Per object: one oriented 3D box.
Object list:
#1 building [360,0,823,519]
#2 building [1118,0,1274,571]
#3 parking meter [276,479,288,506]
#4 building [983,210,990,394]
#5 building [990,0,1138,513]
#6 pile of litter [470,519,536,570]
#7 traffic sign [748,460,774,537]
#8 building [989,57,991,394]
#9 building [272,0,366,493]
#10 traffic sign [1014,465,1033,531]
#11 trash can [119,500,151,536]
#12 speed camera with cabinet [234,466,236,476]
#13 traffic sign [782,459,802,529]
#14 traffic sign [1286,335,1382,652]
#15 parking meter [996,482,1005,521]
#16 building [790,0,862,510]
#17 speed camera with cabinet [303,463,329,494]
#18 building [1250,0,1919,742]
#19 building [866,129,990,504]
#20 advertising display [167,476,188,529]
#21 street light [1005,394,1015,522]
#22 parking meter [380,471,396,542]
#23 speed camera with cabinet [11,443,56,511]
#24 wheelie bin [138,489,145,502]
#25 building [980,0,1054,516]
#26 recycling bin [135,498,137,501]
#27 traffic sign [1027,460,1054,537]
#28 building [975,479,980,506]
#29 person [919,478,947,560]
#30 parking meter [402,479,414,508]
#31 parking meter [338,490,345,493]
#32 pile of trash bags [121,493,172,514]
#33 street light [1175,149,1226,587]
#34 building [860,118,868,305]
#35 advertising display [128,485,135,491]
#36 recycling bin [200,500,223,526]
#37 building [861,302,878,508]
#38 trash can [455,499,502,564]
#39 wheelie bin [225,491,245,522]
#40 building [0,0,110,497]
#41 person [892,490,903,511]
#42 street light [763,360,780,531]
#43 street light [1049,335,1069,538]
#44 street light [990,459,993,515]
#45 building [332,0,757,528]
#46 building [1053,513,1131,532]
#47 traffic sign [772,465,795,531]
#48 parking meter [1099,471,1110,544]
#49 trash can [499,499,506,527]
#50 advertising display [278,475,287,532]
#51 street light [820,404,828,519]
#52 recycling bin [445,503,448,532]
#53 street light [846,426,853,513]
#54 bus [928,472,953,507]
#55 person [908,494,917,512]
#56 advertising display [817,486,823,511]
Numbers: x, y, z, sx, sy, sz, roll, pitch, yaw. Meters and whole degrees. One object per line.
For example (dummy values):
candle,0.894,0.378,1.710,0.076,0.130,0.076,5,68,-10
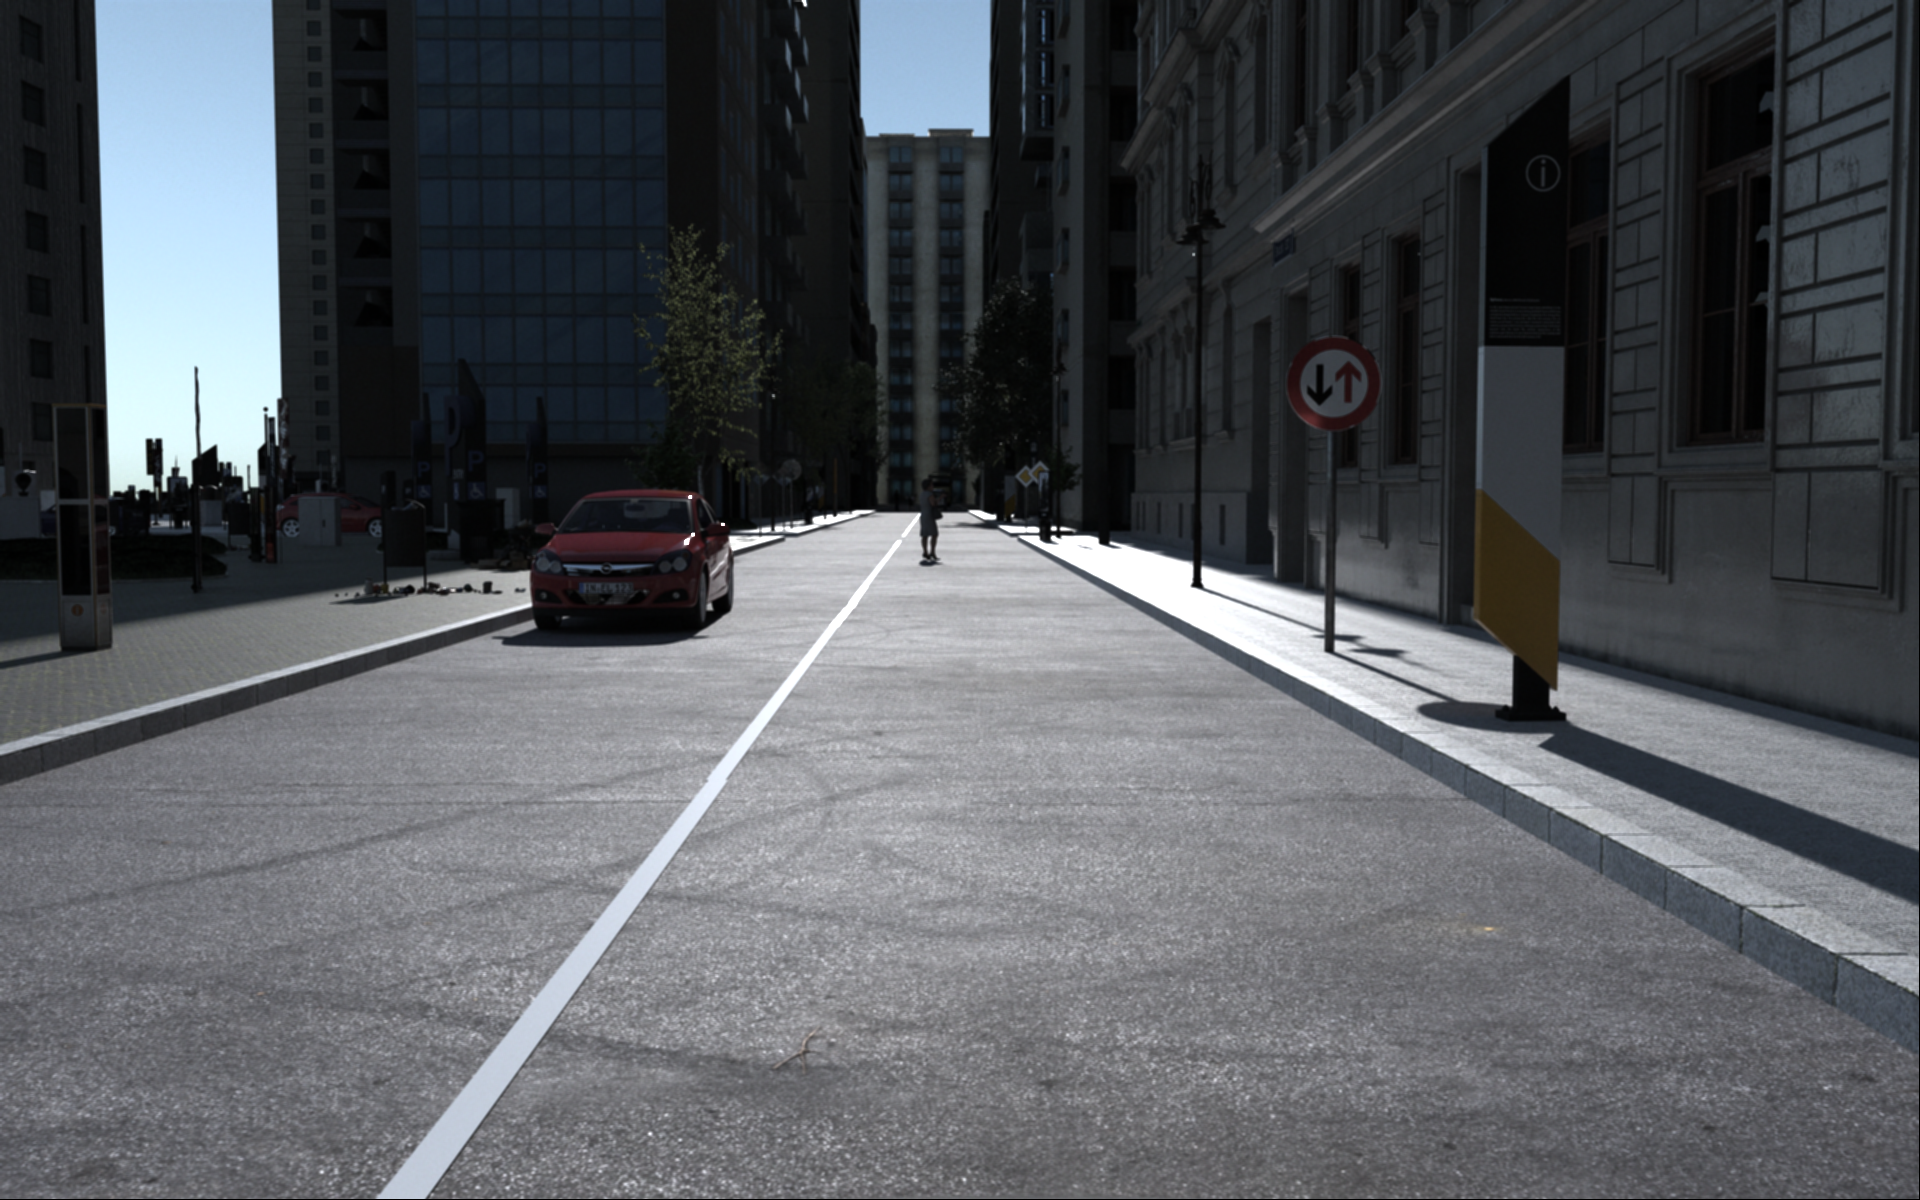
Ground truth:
building,-20.489,-29.390,100.136,23.786,49.044,30.456,0,4,-1
building,11.323,-15.346,38.301,14.401,28.519,23.554,0,4,-1
parking meter,-26.244,-3.753,67.071,0.399,1.863,0.255,0,4,1
building,9.286,-24.871,178.347,14.160,30.474,14.107,0,4,-1
building,13.521,-31.897,145.215,21.300,48.544,21.600,0,4,-1
pile of litter,-7.688,-0.957,29.607,1.176,0.858,1.719,-2,4,-35
traffic sign,-5.917,-2.917,51.328,0.795,2.450,0.064,0,4,-1
building,9.745,-29.333,163.196,14.154,41.232,14.086,0,4,-1
building,-63.682,-46.418,197.183,20.611,71.187,20.563,0,4,-1
traffic sign,2.263,-3.411,59.409,0.795,2.450,0.064,0,4,-1
trash can,-20.935,-1.978,43.988,0.748,1.137,0.748,0,3,0
speed camera with cabinet,-51.806,-7.811,122.048,2.038,3.252,0.660,0,4,-4
traffic sign,-6.194,-3.885,63.621,0.768,2.556,0.104,0,4,3
traffic sign,3.007,-0.851,14.022,0.768,2.556,0.104,0,4,2
parking meter,1.921,-4.699,82.540,0.255,1.863,0.399,3,5,41
building,-19.384,-31.851,144.470,21.300,48.544,21.600,0,4,-1
speed camera with cabinet,-41.614,-7.159,111.385,0.660,3.252,2.038,3,5,40
building,9.806,-10.980,15.682,11.583,22.565,21.152,0,4,-1
building,-1.307,-37.328,229.921,30.456,49.044,23.786,0,4,-1
advertising display,-28.885,-3.593,63.961,0.123,1.923,0.974,1,4,14
street light,2.337,-6.575,80.291,0.468,5.910,1.993,0,4,-1
parking meter,-14.341,-2.309,43.459,0.255,1.863,0.399,-3,5,-44
speed camera with cabinet,-35.365,-4.427,66.725,2.038,3.252,0.660,0,4,-1
wheelie bin,-49.781,-5.980,105.679,0.693,1.594,0.980,-2,4,-26
building,12.898,-49.038,114.443,22.319,86.520,31.000,0,4,-1
recycling bin,-54.067,-6.123,112.658,0.722,1.027,0.722,2,4,26
traffic sign,2.376,-2.922,51.425,0.795,2.450,0.064,0,4,-1
building,17.958,-30.906,197.189,32.217,40.220,23.993,0,4,-1
person,-0.564,-1.762,37.660,0.532,1.782,0.716,-2,4,-30
parking meter,-20.286,-3.547,63.708,0.399,1.863,0.255,-1,4,-10
parking meter,-35.299,-5.535,98.905,0.372,1.533,0.369,0,3,0
pile of trash bags,-51.948,-6.140,110.140,1.912,1.369,3.447,2,4,28
street light,3.271,-3.115,23.718,0.468,5.910,1.993,0,4,-1
building,-18.119,-33.765,202.160,14.200,45.320,14.600,0,4,-1
advertising display,-60.396,-7.408,126.328,0.123,1.923,0.974,0,4,-4
recycling bin,-30.239,-3.504,69.847,0.722,1.027,0.722,-3,5,-44
building,-22.434,-19.916,170.658,27.650,21.520,28.899,0,4,-1
trash can,-8.879,-1.233,31.806,0.748,1.137,0.748,0,3,0
wheelie bin,-33.784,-4.431,80.350,0.693,1.594,0.980,0,4,-2
building,-43.721,-18.093,67.527,14.107,30.474,14.160,0,4,-1
person,-5.406,-8.585,148.879,0.705,1.822,1.348,3,5,41
street light,-6.481,-5.324,59.842,0.468,5.910,1.993,0,4,-1
street light,2.874,-4.750,50.458,0.468,5.910,1.993,0,4,-1
street light,1.975,-8.211,107.031,0.468,5.910,1.993,0,4,-1
building,-15.891,-25.684,70.040,14.600,45.320,14.200,0,4,-1
building,14.518,-27.200,68.424,21.600,48.544,21.300,0,4,-1
traffic sign,-6.031,-3.405,59.312,0.795,2.450,0.064,0,4,-1
parking meter,3.696,-2.362,44.336,0.255,1.863,0.399,1,4,11
trash can,-13.864,-2.438,51.518,0.748,1.137,0.748,0,3,0
advertising display,-22.997,-3.278,58.813,0.123,1.923,0.974,-2,4,-31
street light,-6.863,-7.047,88.004,0.468,5.910,1.993,0,4,-1
recycling bin,-14.147,-2.221,48.861,0.722,1.027,0.722,-1,4,-16
street light,-7.302,-8.725,115.446,0.468,5.910,1.993,0,4,-1
bus,-2.216,-12.208,191.143,2.896,3.916,12.252,0,4,0
person,-3.731,-7.704,137.642,0.799,1.438,0.628,0,4,8
advertising display,-10.645,-7.756,132.029,0.974,1.923,0.123,3,5,39
